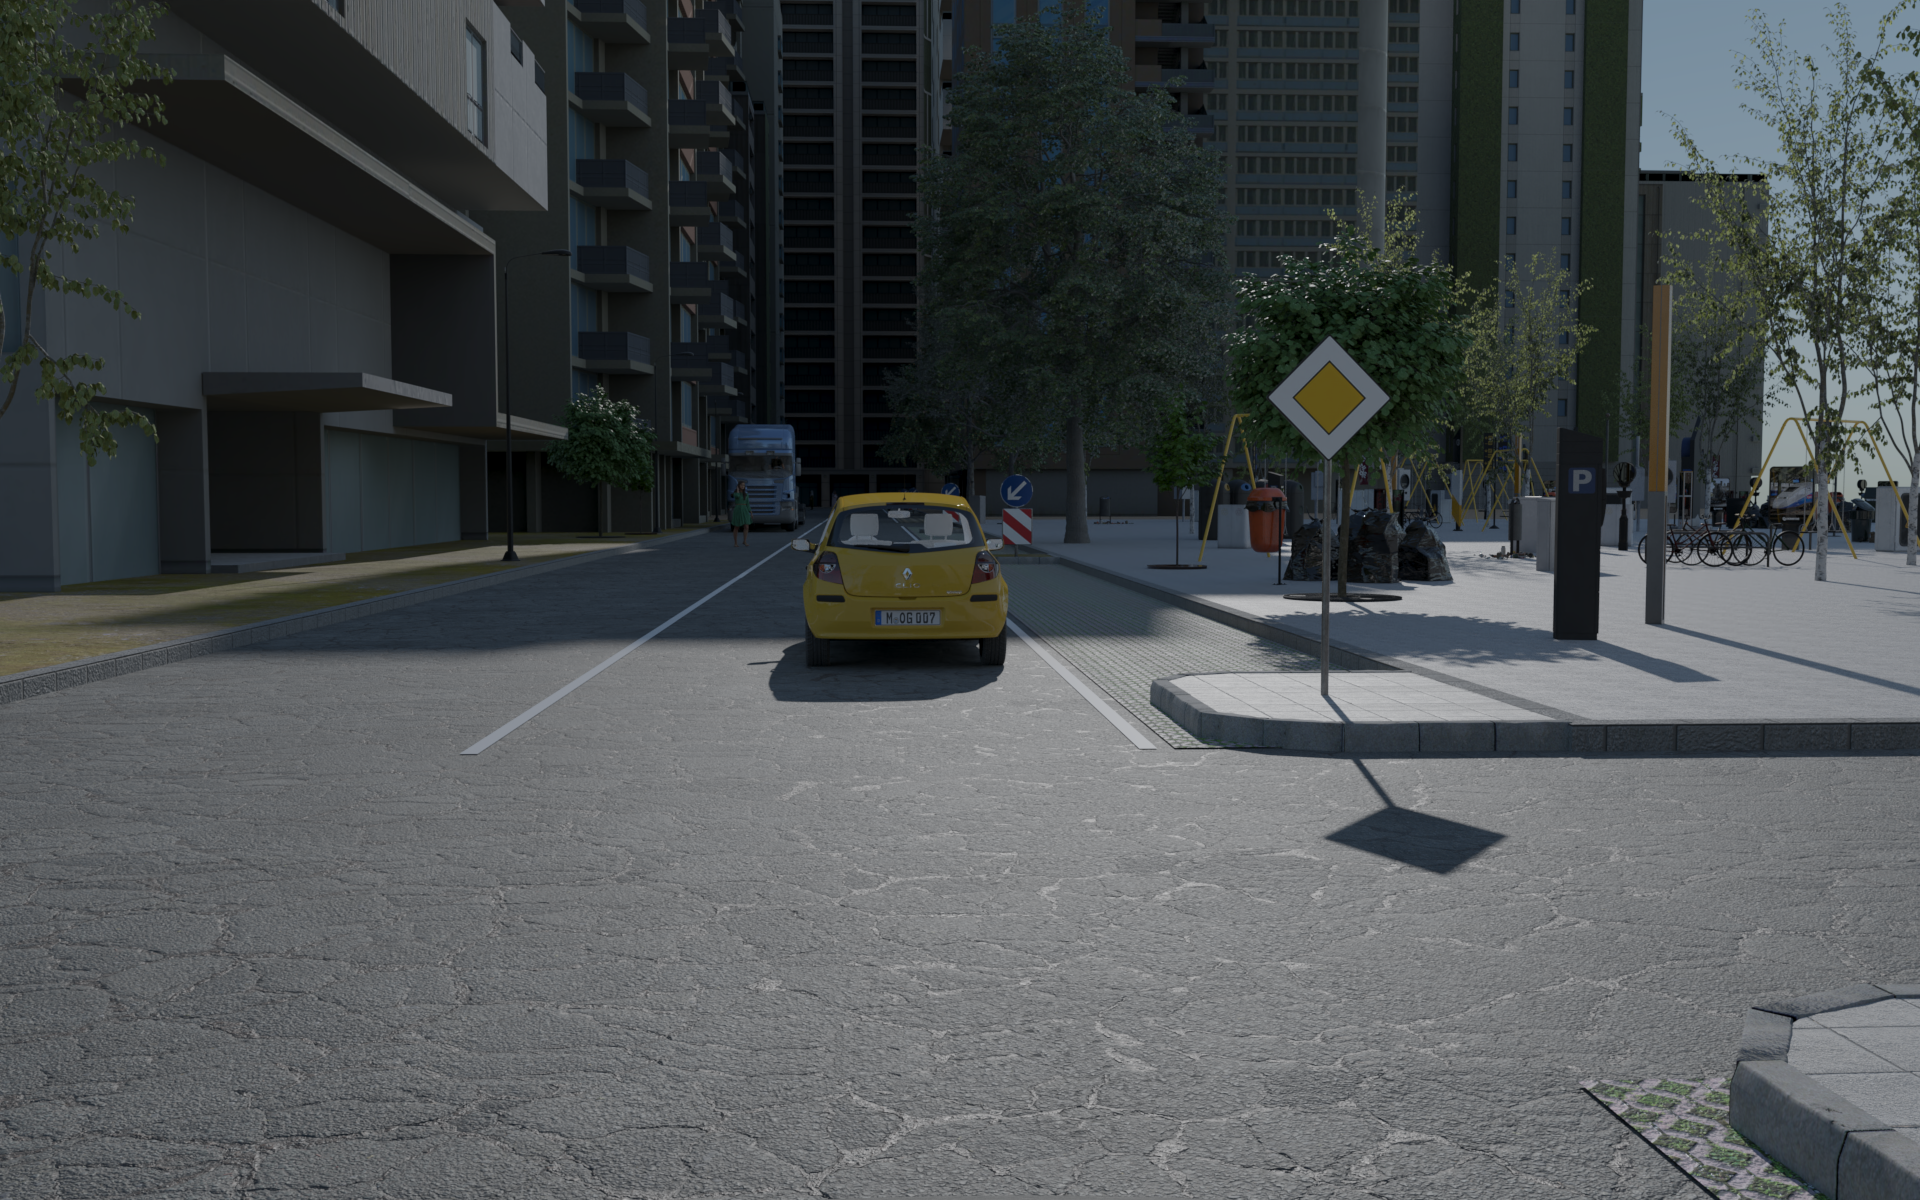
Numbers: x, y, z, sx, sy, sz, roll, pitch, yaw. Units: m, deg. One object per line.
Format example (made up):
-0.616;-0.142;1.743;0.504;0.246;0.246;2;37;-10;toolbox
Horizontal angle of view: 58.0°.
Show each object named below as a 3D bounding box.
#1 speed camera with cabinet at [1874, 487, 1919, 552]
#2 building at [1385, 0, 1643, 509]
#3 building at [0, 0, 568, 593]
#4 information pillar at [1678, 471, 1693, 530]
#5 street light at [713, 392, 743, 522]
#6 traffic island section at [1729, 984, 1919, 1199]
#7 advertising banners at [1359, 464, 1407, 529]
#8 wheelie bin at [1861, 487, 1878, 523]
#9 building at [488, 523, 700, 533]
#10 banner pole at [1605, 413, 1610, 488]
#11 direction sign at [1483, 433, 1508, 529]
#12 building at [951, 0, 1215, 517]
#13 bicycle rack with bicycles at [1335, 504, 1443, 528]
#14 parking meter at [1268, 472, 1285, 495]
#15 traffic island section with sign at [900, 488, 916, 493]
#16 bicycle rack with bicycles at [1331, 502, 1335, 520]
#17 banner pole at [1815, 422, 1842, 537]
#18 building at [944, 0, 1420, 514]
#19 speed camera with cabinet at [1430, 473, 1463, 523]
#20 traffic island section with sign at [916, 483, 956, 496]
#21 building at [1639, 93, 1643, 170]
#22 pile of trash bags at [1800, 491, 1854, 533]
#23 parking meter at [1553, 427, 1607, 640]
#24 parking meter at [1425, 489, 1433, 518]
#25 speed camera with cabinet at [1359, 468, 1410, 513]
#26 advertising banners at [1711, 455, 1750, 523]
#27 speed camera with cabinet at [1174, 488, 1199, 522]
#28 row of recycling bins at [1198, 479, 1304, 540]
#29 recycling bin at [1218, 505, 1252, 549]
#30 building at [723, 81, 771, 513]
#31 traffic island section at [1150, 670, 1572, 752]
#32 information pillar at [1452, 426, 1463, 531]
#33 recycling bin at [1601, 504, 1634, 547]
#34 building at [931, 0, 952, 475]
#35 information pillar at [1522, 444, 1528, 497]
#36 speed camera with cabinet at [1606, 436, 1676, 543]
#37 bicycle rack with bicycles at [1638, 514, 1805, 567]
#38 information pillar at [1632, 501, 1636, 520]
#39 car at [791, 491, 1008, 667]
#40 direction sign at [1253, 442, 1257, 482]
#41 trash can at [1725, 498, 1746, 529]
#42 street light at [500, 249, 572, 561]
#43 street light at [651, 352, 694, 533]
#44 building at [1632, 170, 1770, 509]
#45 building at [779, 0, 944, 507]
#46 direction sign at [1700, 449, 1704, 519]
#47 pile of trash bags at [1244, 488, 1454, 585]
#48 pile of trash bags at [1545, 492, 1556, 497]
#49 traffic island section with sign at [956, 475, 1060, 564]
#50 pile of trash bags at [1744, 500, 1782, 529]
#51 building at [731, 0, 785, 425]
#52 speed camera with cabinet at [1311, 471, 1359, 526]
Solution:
21.477;-2.710;38.650;2.038;3.252;0.660;-1;4;-18;speed camera with cabinet
42.497;-37.375;153.080;28.212;58.520;21.231;0;4;-3;building
-23.529;-27.117;32.595;28.713;52.752;27.495;0;4;-3;building
23.505;-3.159;56.148;0.304;2.012;0.304;-1;4;-8;information pillar
-10.609;-6.528;79.268;1.470;5.913;1.316;0;4;-3;street light
2.780;1.173;3.101;2.009;0.180;2.903;0;4;-3;traffic island section
12.201;-3.305;50.227;0.090;3.025;2.074;-2;4;-29;advertising banners
40.850;-4.259;77.537;0.980;1.594;0.693;3;5;39;wheelie bin
-20.696;-25.354;69.157;22.147;44.769;28.867;0;4;-3;building
20.121;-3.906;53.886;0.401;3.779;0.863;1;4;23;banner pole
19.745;-4.399;63.913;0.876;3.537;0.379;0;3;0;direction sign
6.755;-27.728;103.464;14.600;45.320;14.200;0;4;-3;building
16.250;-3.158;65.019;2.852;0.926;2.925;-2;4;-29;bicycle rack with bicycles
8.301;-2.433;45.491;0.399;1.863;0.255;2;4;34;parking meter
-4.630;-8.032;139.947;1.989;1.847;2.006;0;4;-3;traffic island section with sign
19.299;-4.416;85.578;2.852;0.926;2.925;1;4;18;bicycle rack with bicycles
26.217;-3.810;52.316;0.401;3.779;0.863;-3;5;-45;banner pole
15.101;-26.382;123.219;32.217;40.220;23.993;0;4;-3;building
21.363;-4.997;76.044;0.660;3.252;2.038;-1;4;-10;speed camera with cabinet
-0.490;-3.353;63.456;1.989;1.847;2.006;0;4;-3;traffic island section with sign
60.554;-30.345;179.741;14.086;41.232;14.154;0;4;-3;building
28.714;-2.932;57.693;1.912;1.369;3.447;2;4;30;pile of trash bags
5.464;-0.585;15.270;0.399;1.863;0.255;1;4;10;parking meter
23.359;-4.760;86.230;0.372;1.533;0.369;0;3;0;parking meter
15.068;-4.082;61.077;2.038;3.252;0.660;-3;5;-41;speed camera with cabinet
34.153;-4.935;76.876;0.090;3.025;2.074;-2;4;-29;advertising banners
10.830;-5.261;80.357;2.038;3.252;0.660;-3;4;-39;speed camera with cabinet
8.216;-2.563;49.013;3.534;1.692;1.069;-2;4;-31;row of recycling bins
6.557;-1.741;41.018;0.722;1.027;0.722;2;4;29;recycling bin
-20.734;-21.387;121.384;14.160;30.474;14.107;0;4;-3;building
2.348;0.685;11.074;2.009;0.180;2.903;0;4;-3;traffic island section
17.222;-4.196;59.959;0.183;3.616;0.504;-1;4;-16;information pillar
16.179;-1.841;42.662;0.722;1.027;0.722;2;4;24;recycling bin
11.435;-34.203;148.449;28.713;52.752;27.495;0;4;-3;building
26.134;-5.429;80.123;0.183;3.616;0.504;0;4;-1;information pillar
17.642;-3.120;45.354;2.038;3.252;0.660;1;4;21;speed camera with cabinet
13.638;-1.092;31.231;2.925;0.926;2.852;1;4;14;bicycle rack with bicycles
32.998;-4.926;85.027;0.304;2.012;0.304;0;4;3;information pillar
-0.550;-0.345;15.861;2.015;1.641;3.980;0;4;-4;car
10.399;-4.228;61.128;0.379;3.537;0.876;1;4;17;direction sign
28.588;-3.194;63.871;0.748;1.137;0.748;0;3;0;trash can
-8.063;-3.698;33.000;1.470;5.913;1.316;0;4;-3;street light
-9.413;-5.151;56.766;1.470;5.913;1.316;0;4;-3;street light
63.447;-23.651;158.389;14.107;30.474;14.160;0;4;-3;building
-8.597;-45.293;178.799;20.611;71.187;20.563;0;4;-3;building
37.467;-5.854;87.717;0.379;3.537;0.876;0;4;5;direction sign
5.532;-0.960;25.442;3.447;1.369;1.912;-2;4;-35;pile of trash bags
28.688;-4.284;79.798;3.447;1.369;1.912;2;4;25;pile of trash bags
1.006;-1.671;35.949;1.989;1.847;2.006;0;4;-3;traffic island section with sign
31.078;-3.344;64.432;3.447;1.369;1.912;0;4;5;pile of trash bags
-26.289;-32.164;149.581;21.600;48.544;21.300;0;4;-3;building
15.168;-4.601;69.554;2.038;3.252;0.660;1;4;17;speed camera with cabinet
